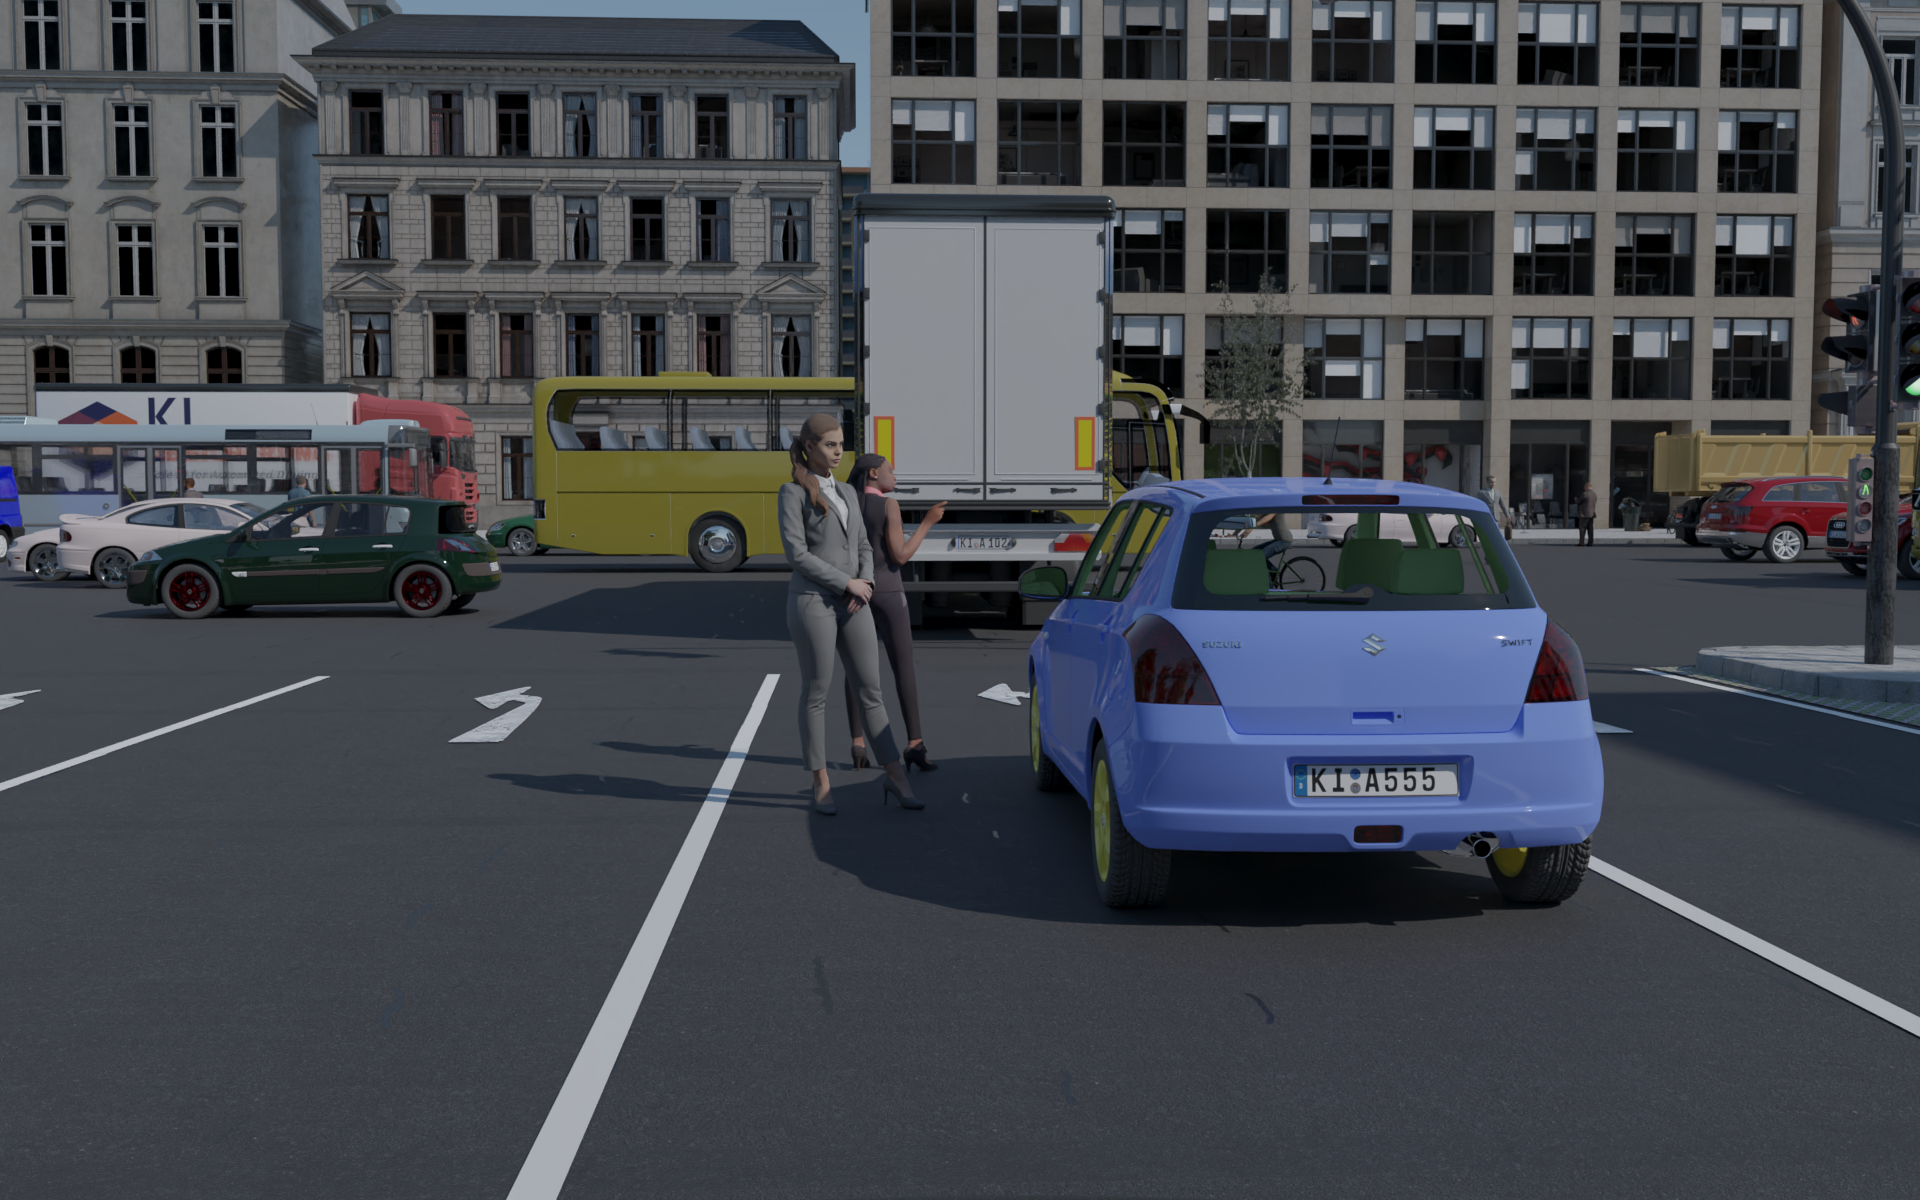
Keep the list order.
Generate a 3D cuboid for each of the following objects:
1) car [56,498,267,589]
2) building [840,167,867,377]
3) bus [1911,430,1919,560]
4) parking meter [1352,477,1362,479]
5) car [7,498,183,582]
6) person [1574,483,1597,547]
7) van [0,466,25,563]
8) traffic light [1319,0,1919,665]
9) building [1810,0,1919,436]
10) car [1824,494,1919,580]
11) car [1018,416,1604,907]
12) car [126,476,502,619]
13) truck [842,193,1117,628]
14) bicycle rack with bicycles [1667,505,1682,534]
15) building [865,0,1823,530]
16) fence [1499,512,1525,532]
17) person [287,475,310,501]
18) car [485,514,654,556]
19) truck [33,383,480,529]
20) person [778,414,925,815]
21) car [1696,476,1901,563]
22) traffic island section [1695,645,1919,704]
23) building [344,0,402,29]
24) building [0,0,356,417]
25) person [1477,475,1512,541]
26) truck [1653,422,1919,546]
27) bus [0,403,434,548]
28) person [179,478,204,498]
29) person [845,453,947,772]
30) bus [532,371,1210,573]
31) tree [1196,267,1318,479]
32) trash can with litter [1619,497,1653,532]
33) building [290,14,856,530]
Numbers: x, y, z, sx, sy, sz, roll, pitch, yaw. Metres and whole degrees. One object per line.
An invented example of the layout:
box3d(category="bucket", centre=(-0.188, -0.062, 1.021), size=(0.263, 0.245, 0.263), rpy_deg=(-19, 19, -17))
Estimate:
box3d(category="car", centre=(-11.486, -0.902, 27.104), size=(4.827, 1.381, 2.083), rpy_deg=(0, 4, -4))
box3d(category="building", centre=(-19.844, -35.149, 229.311), size=(28.867, 44.769, 22.147), rpy_deg=(0, 4, -3))
box3d(category="bus", centre=(20.794, -2.145, 26.612), size=(12.252, 3.916, 2.896), rpy_deg=(0, 4, -5))
box3d(category="parking meter", centre=(13.296, -3.195, 57.945), size=(0.255, 1.863, 0.399), rpy_deg=(3, 4, 38))
box3d(category="car", centre=(-13.469, -1.031, 29.224), size=(4.827, 1.381, 2.083), rpy_deg=(0, 4, -1))
box3d(category="person", centre=(17.085, -2.335, 47.364), size=(0.600, 1.739, 0.565), rpy_deg=(3, 4, 36))
box3d(category="van", centre=(-20.916, -1.845, 34.549), size=(2.240, 2.365, 5.245), rpy_deg=(0, 4, -2))
box3d(category="traffic light", centre=(4.837, -2.328, 12.739), size=(4.771, 5.953, 1.251), rpy_deg=(0, 4, -3))
box3d(category="building", centre=(41.113, -17.354, 69.635), size=(20.117, 28.700, 13.634), rpy_deg=(0, 4, -3))
box3d(category="car", centre=(17.635, -1.290, 29.758), size=(5.304, 1.827, 2.281), rpy_deg=(0, 4, -2))
box3d(category="car", centre=(1.243, 0.138, 7.337), size=(1.945, 1.707, 3.694), rpy_deg=(0, 4, -3))
box3d(category="car", centre=(-7.643, -0.665, 20.655), size=(4.222, 1.686, 2.009), rpy_deg=(0, 4, -5))
box3d(category="truck", centre=(-0.100, -2.012, 21.816), size=(2.839, 4.237, 11.283), rpy_deg=(0, 4, -3))
box3d(category="bicycle rack with bicycles", centre=(23.883, -2.587, 55.683), size=(2.925, 0.926, 2.852), rpy_deg=(-2, 4, -25))
box3d(category="building", centre=(13.297, -16.287, 70.816), size=(34.151, 26.468, 19.350), rpy_deg=(0, 4, -3))
box3d(category="fence", centre=(18.333, -2.583, 57.600), size=(0.278, 0.683, 2.069), rpy_deg=(0, 4, -6))
box3d(category="person", centre=(-12.959, -1.564, 34.204), size=(0.598, 1.807, 0.434), rpy_deg=(2, 4, 33))
box3d(category="car", centre=(-8.643, -1.766, 40.674), size=(4.920, 1.459, 2.131), rpy_deg=(0, 4, -1))
box3d(category="truck", centre=(-17.768, -3.439, 45.145), size=(11.283, 4.237, 2.839), rpy_deg=(0, 4, -2))
box3d(category="person", centre=(-0.492, 0.061, 7.770), size=(0.573, 1.790, 0.520), rpy_deg=(2, 4, 25))
box3d(category="car", centre=(18.453, -1.719, 36.775), size=(5.304, 1.827, 2.281), rpy_deg=(0, 4, -4))
box3d(category="traffic island section", centre=(6.960, 0.560, 13.119), size=(2.009, 0.180, 2.903), rpy_deg=(0, 4, -3))
box3d(category="building", centre=(-62.834, -32.086, 144.216), size=(30.456, 49.044, 23.786), rpy_deg=(0, 4, -3))
box3d(category="building", centre=(-41.122, -15.053, 65.199), size=(34.723, 24.649, 14.460), rpy_deg=(0, 4, -3))
box3d(category="person", centre=(10.835, -1.632, 35.301), size=(0.709, 1.813, 0.853), rpy_deg=(-1, 4, -14))
box3d(category="truck", centre=(24.185, -3.134, 47.173), size=(9.791, 3.379, 3.469), rpy_deg=(0, 4, -2))
box3d(category="bus", centre=(-17.997, -2.720, 39.339), size=(13.247, 3.499, 2.948), rpy_deg=(0, 4, -3))
box3d(category="person", centre=(-13.928, -1.344, 31.291), size=(0.431, 1.722, 0.655), rpy_deg=(1, 4, 21))
box3d(category="person", centre=(-0.373, 0.058, 9.020), size=(0.593, 1.643, 0.415), rpy_deg=(-1, 4, -9))
box3d(category="bus", centre=(-1.636, -2.511, 32.595), size=(12.252, 3.916, 2.896), rpy_deg=(0, 4, -3))
box3d(category="tree", centre=(9.618, -6.533, 57.182), size=(4.360, 8.622, 3.978), rpy_deg=(0, 3, 0))
box3d(category="trash can with litter", centre=(23.169, -2.933, 59.343), size=(1.055, 1.170, 0.624), rpy_deg=(-1, 4, -18))
box3d(category="building", centre=(-13.568, -12.277, 65.363), size=(19.286, 19.102, 10.561), rpy_deg=(0, 4, -3))
